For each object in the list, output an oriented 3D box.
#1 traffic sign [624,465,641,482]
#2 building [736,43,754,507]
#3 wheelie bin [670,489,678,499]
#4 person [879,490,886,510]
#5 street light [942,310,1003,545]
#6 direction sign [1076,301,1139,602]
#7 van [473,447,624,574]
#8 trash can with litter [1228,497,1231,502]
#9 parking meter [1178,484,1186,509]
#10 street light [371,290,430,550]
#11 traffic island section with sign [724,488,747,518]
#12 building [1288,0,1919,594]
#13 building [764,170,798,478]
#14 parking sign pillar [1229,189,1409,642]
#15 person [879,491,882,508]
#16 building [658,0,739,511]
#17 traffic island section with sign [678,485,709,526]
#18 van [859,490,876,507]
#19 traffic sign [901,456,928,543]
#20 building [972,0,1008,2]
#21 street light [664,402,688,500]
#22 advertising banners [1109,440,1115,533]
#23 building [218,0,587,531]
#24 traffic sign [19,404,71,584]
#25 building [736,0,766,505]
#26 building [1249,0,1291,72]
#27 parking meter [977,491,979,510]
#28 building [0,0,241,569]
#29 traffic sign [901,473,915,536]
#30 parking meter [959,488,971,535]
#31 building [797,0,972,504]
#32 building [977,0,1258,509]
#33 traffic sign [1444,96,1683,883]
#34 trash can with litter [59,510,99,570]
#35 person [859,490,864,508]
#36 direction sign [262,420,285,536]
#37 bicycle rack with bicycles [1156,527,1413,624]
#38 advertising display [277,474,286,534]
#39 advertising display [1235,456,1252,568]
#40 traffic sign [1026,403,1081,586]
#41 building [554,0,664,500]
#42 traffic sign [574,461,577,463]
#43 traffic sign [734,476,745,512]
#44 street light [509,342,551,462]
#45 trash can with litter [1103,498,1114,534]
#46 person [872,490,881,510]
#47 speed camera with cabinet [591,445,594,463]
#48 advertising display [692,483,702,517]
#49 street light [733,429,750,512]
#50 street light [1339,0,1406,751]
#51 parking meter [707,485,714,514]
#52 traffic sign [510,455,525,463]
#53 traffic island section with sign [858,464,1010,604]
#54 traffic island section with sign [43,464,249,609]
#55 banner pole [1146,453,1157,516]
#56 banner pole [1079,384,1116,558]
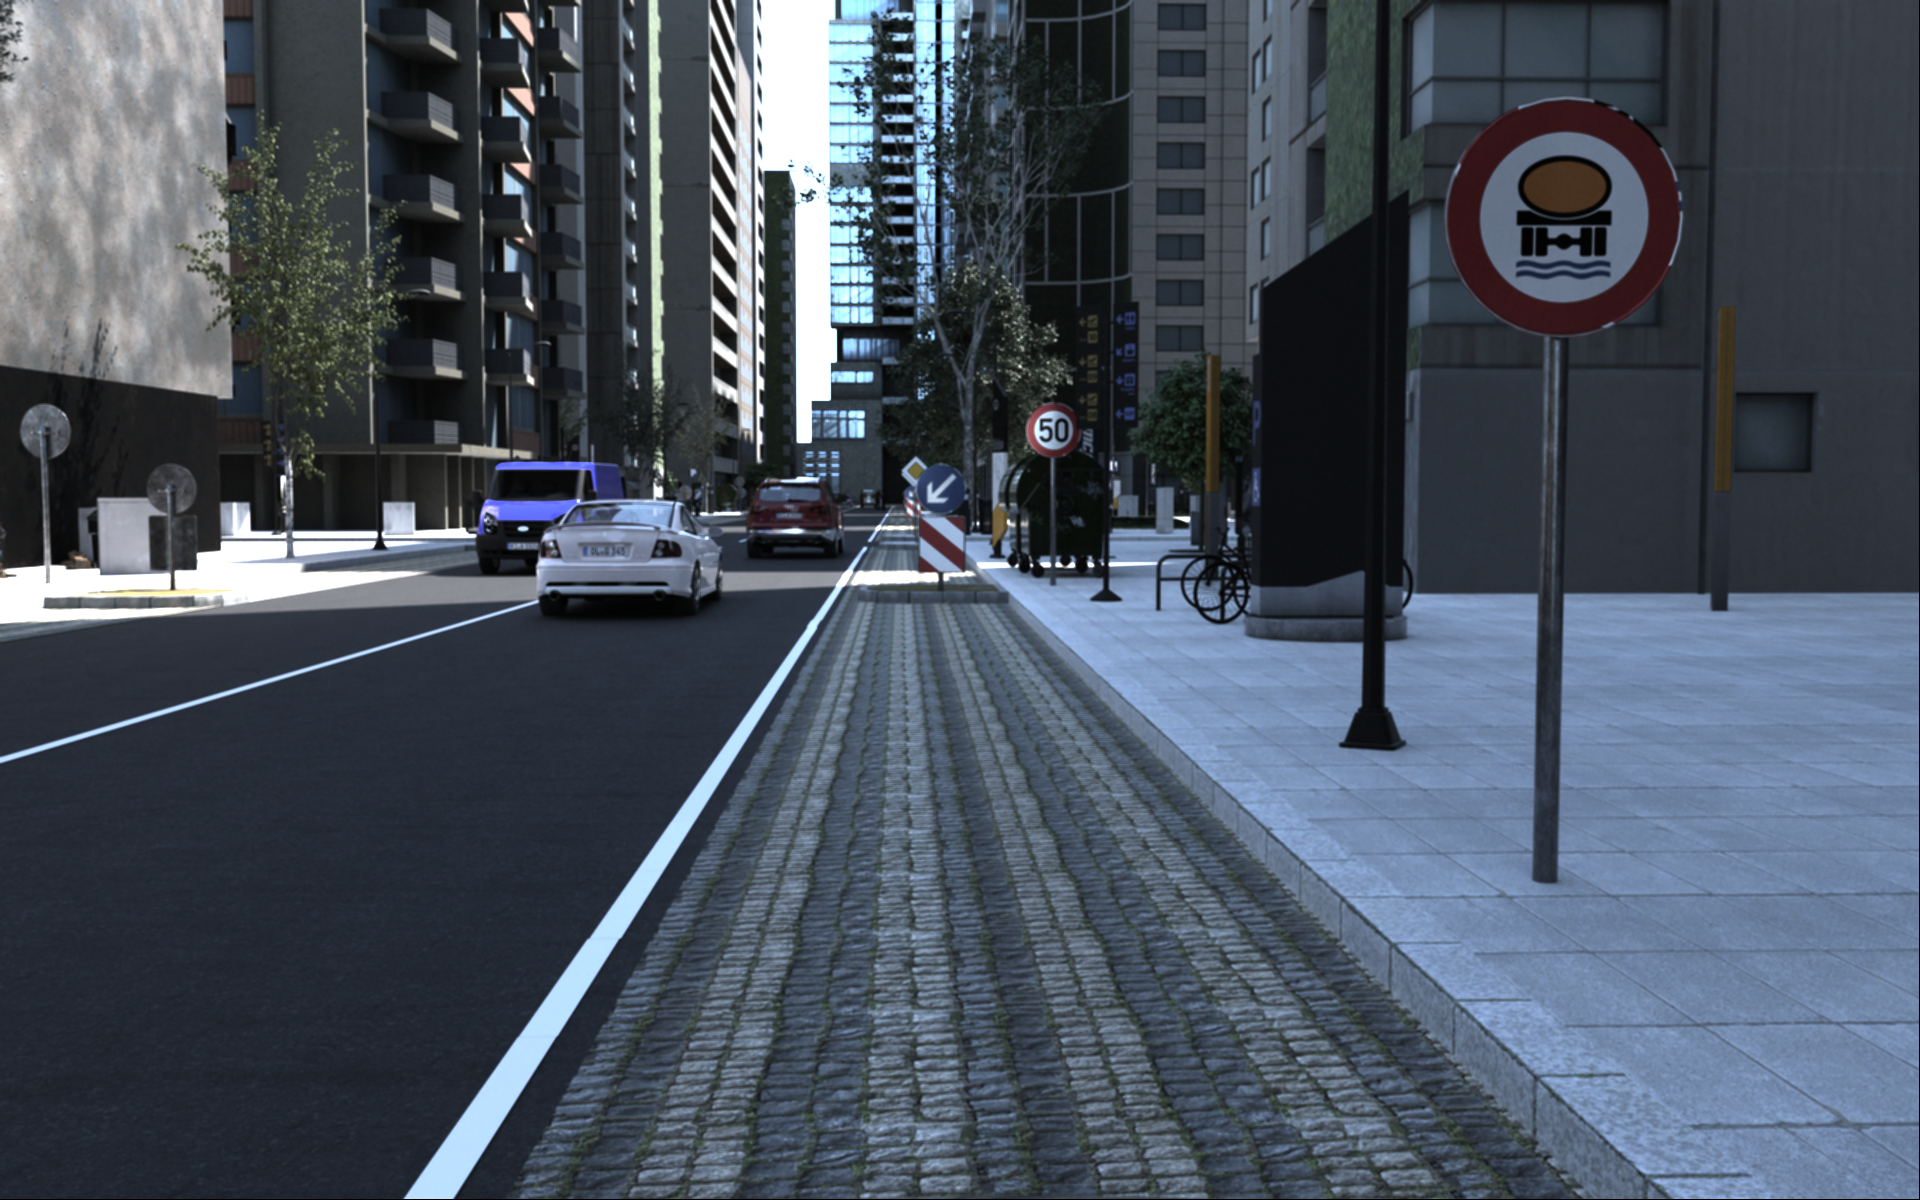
[{"bbox_3d":[-14.556,-4.687,76.633,0.884,2.594,0.081,0,4,6],"label":"traffic sign"},{"bbox_3d":[-28.029,-31.849,170.845,14.600,45.320,14.200,0,4,-2],"label":"building"},{"bbox_3d":[-19.124,-6.662,116.834,0.980,1.594,0.693,3,5,42],"label":"wheelie bin"},{"bbox_3d":[-6.725,-8.740,151.357,0.705,1.831,1.348,2,4,24],"label":"person"},{"bbox_3d":[0.365,-4.359,43.819,1.470,5.913,1.316,0,4,-2],"label":"street light"},{"bbox_3d":[1.757,-1.757,20.731,0.876,3.537,0.379,3,5,40],"label":"direction sign"},{"bbox_3d":[-7.699,-1.744,32.892,2.240,2.365,5.245,0,4,-1],"label":"van"},{"bbox_3d":[14.914,-5.088,94.572,1.055,1.170,0.624,0,4,0],"label":"trash can with litter"},{"bbox_3d":[12.665,-5.697,98.862,0.399,1.863,0.255,1,4,19],"label":"parking meter"},{"bbox_3d":[-12.749,-4.096,39.516,1.470,5.913,1.316,0,4,-2],"label":"street light"},{"bbox_3d":[-13.229,-5.893,104.982,1.989,1.847,2.006,0,4,-2],"label":"traffic island section with sign"},{"bbox_3d":[12.646,-21.068,28.051,14.154,41.232,14.086,0,4,-2],"label":"building"},{"bbox_3d":[-28.031,-32.855,220.780,14.086,41.232,14.154,0,4,-2],"label":"building"},{"bbox_3d":[3.306,-1.657,15.564,1.447,3.967,1.447,0,4,-2],"label":"parking sign pillar"},{"bbox_3d":[-8.100,-10.102,174.340,0.551,1.740,0.621,-1,4,-21],"label":"person"},{"bbox_3d":[-29.366,-31.432,137.613,21.300,48.544,21.600,0,4,-2],"label":"building"},{"bbox_3d":[-12.299,-4.219,77.609,1.989,1.847,2.006,0,4,-2],"label":"traffic island section with sign"},{"bbox_3d":[-9.818,-10.967,186.319,2.013,2.044,4.112,0,4,-2],"label":"van"},{"bbox_3d":[-1.148,-2.548,45.298,0.795,2.450,0.064,0,4,-2],"label":"traffic sign"},{"bbox_3d":[11.846,-32.774,155.463,23.786,49.044,30.456,0,4,-2],"label":"building"},{"bbox_3d":[-14.453,-7.055,87.886,1.470,5.913,1.316,0,4,-2],"label":"street light"},{"bbox_3d":[4.968,-3.723,57.057,0.090,3.025,2.074,0,4,-1],"label":"advertising banners"},{"bbox_3d":[-28.280,-25.545,72.282,22.147,44.769,28.867,0,4,-2],"label":"building"},{"bbox_3d":[-12.989,-1.498,24.593,0.768,2.556,0.104,0,4,6],"label":"traffic sign"},{"bbox_3d":[-35.785,-39.578,189.094,28.212,58.520,21.231,0,4,-2],"label":"building"},{"bbox_3d":[27.207,-29.387,69.721,27.495,52.752,28.713,0,4,-2],"label":"building"},{"bbox_3d":[0.931,-5.692,101.475,0.372,1.533,0.369,0,3,0],"label":"parking meter"},{"bbox_3d":[-24.705,-10.111,32.771,16.811,18.784,16.820,0,4,-2],"label":"building"},{"bbox_3d":[-1.419,-3.036,53.278,0.795,2.450,0.064,0,4,-2],"label":"traffic sign"},{"bbox_3d":[0.144,-2.788,53.998,0.372,1.533,0.369,0,3,0],"label":"parking meter"},{"bbox_3d":[-5.045,-55.733,223.913,31.000,86.520,22.319,0,4,-2],"label":"building"},{"bbox_3d":[11.739,-41.245,112.611,20.563,71.187,20.611,0,4,-2],"label":"building"},{"bbox_3d":[1.941,-0.340,5.668,0.768,2.556,0.104,0,3,0],"label":"traffic sign"},{"bbox_3d":[-14.802,-1.118,29.668,0.624,1.170,1.055,2,4,32],"label":"trash can with litter"},{"bbox_3d":[-10.209,-10.476,179.877,0.705,1.812,1.348,1,4,10],"label":"person"},{"bbox_3d":[-21.118,-3.755,53.387,0.876,3.537,0.379,1,4,23],"label":"direction sign"},{"bbox_3d":[3.448,-0.304,18.354,2.925,0.926,2.852,-1,4,-14],"label":"bicycle rack with bicycles"},{"bbox_3d":[-22.175,-3.149,56.701,0.123,1.923,0.974,-1,4,-10],"label":"advertising display"},{"bbox_3d":[4.937,-1.521,30.088,0.123,1.923,0.974,1,4,21],"label":"advertising display"},{"bbox_3d":[1.307,-1.475,24.230,0.768,2.556,0.104,0,4,0],"label":"traffic sign"},{"bbox_3d":[-25.640,-25.626,102.583,14.154,41.232,14.086,0,4,-2],"label":"building"},{"bbox_3d":[-11.758,-3.016,52.948,0.795,2.450,0.064,0,4,-2],"label":"traffic sign"},{"bbox_3d":[-15.961,-7.665,125.434,0.768,2.556,0.104,0,4,1],"label":"traffic sign"},{"bbox_3d":[-13.192,-4.922,53.009,1.470,5.913,1.316,0,4,-2],"label":"street light"},{"bbox_3d":[4.334,-2.670,55.036,1.055,1.170,0.624,-1,4,-12],"label":"trash can with litter"},{"bbox_3d":[-7.298,-8.915,154.390,1.348,1.807,0.705,-2,4,-29],"label":"person"},{"bbox_3d":[-14.414,-4.564,68.955,0.660,3.252,2.038,-1,4,-14],"label":"speed camera with cabinet"},{"bbox_3d":[-14.846,-5.660,97.756,0.123,1.923,0.974,1,4,17],"label":"advertising display"},{"bbox_3d":[-15.604,-9.221,123.309,1.470,5.913,1.316,0,4,-2],"label":"street light"},{"bbox_3d":[1.563,-2.208,8.640,1.470,5.913,1.316,0,4,-2],"label":"street light"},{"bbox_3d":[-15.921,-6.414,110.581,0.255,1.863,0.399,3,5,39],"label":"parking meter"},{"bbox_3d":[-11.487,-2.528,44.968,0.795,2.450,0.064,0,4,-2],"label":"traffic sign"},{"bbox_3d":[-0.379,-0.907,23.454,1.989,1.847,2.006,0,4,-2],"label":"traffic island section with sign"},{"bbox_3d":[-10.412,-0.845,22.438,1.989,1.847,2.006,0,4,-2],"label":"traffic island section with sign"},{"bbox_3d":[9.330,-5.795,84.761,0.863,3.779,0.401,3,5,42],"label":"banner pole"},{"bbox_3d":[2.706,-2.728,34.612,0.863,3.779,0.401,-1,4,-13],"label":"banner pole"}]
